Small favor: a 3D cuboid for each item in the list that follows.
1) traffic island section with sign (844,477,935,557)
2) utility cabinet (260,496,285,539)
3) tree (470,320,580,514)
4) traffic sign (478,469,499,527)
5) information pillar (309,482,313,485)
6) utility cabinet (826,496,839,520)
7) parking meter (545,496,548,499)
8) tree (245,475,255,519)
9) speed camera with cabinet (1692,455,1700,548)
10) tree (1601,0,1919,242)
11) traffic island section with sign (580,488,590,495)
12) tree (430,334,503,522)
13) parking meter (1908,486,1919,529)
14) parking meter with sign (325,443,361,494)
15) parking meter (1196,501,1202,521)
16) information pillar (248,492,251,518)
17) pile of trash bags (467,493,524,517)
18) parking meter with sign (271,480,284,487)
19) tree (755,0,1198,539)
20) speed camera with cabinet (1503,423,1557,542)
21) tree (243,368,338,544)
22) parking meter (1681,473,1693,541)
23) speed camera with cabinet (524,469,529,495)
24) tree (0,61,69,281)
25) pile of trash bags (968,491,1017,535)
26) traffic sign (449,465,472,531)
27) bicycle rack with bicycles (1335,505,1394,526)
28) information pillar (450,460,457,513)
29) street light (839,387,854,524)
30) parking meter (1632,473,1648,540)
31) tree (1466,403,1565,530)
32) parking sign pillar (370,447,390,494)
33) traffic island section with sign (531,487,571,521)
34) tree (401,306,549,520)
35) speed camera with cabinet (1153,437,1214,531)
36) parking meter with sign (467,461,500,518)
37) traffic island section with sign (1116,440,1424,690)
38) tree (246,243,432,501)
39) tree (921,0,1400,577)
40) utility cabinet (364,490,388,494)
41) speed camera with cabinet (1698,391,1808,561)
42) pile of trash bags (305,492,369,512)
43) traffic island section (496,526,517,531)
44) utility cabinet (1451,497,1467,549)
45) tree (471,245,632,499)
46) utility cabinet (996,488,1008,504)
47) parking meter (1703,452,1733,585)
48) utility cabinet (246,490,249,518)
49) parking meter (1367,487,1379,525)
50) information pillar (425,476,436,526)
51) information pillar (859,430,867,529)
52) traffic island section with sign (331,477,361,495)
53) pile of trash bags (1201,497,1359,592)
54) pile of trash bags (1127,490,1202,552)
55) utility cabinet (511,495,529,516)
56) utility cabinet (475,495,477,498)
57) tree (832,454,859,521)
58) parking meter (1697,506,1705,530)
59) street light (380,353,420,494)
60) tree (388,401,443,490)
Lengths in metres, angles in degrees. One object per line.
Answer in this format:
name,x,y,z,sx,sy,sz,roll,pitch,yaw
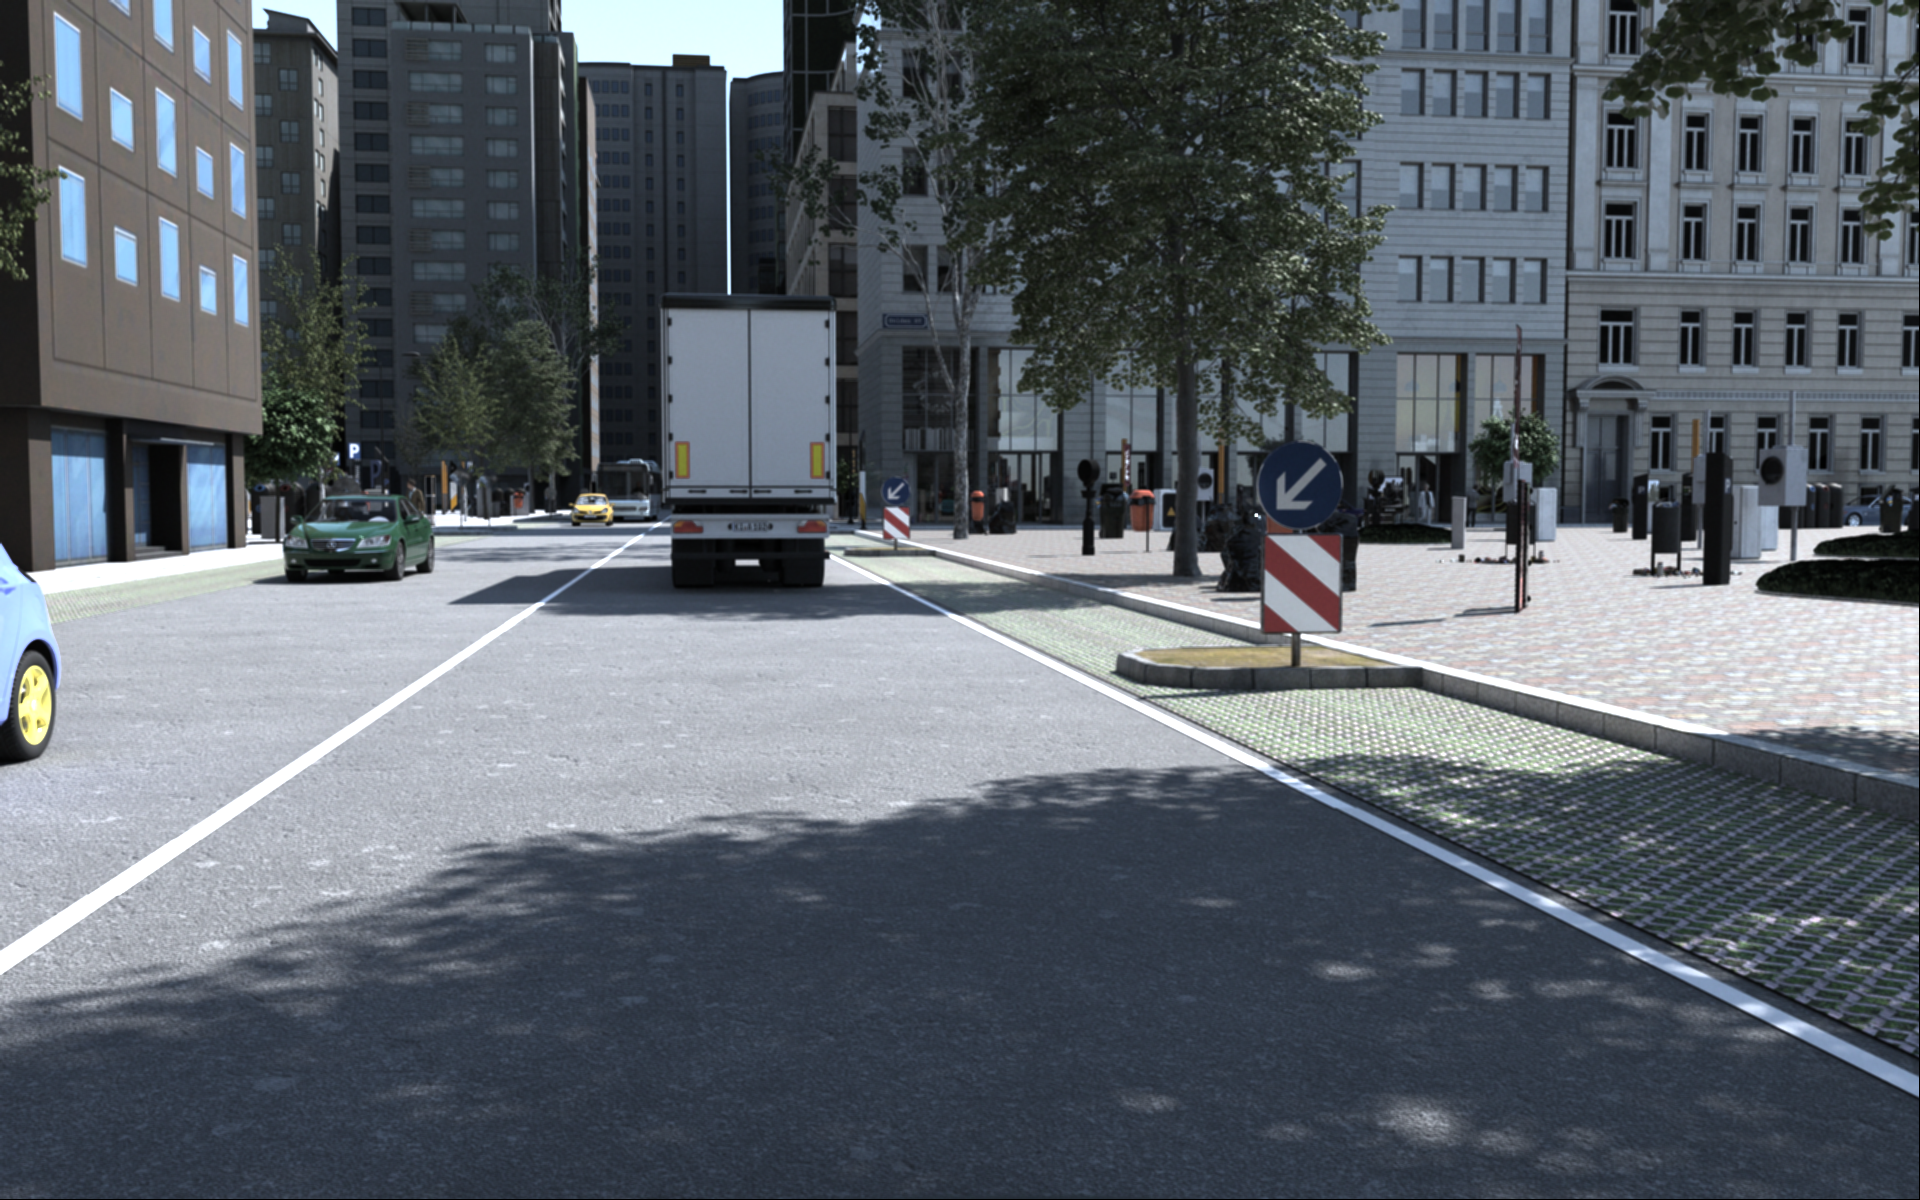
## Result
traffic island section with sign,-1.679,-1.940,40.354,1.989,1.847,2.006,-1,4,-8
utility cabinet,-19.780,-2.367,49.863,1.020,1.237,0.306,3,5,45
tree,-28.400,-11.917,112.965,7.486,12.596,7.792,0,3,0
traffic sign,-18.575,-3.955,68.314,0.795,2.450,0.064,-1,4,-8
information pillar,-38.449,-6.018,102.894,0.304,2.012,0.304,0,4,-5
utility cabinet,-6.469,-4.684,87.739,0.306,1.237,1.020,-2,4,-27
parking meter,-29.869,-7.157,125.426,0.372,1.533,0.369,0,3,0
tree,-35.926,-5.726,88.214,1.663,3.219,1.824,0,3,0
speed camera with cabinet,17.922,-2.794,40.018,0.660,3.252,2.038,-1,4,-23
tree,5.578,-5.499,8.029,7.486,12.596,7.792,0,3,0
traffic island section with sign,-25.861,-6.791,119.664,1.989,1.847,2.006,-1,4,-8
tree,-22.714,-7.863,78.923,4.737,8.622,4.395,0,3,0
parking meter,27.083,-2.487,49.069,0.372,1.533,0.369,0,3,0
parking meter with sign,-21.419,-3.870,59.542,1.738,3.016,0.543,2,4,28
parking meter,8.829,-3.562,63.951,0.255,1.863,0.399,0,4,-7
information pillar,-39.071,-6.321,94.705,0.504,3.616,0.183,-1,4,-16
pile of trash bags,-26.529,-5.489,99.489,1.912,1.369,3.447,3,4,37
parking meter with sign,-35.614,-5.757,90.393,0.543,3.016,1.738,3,5,40
tree,0.506,-11.881,50.140,12.611,20.169,13.585,0,3,0
speed camera with cabinet,15.703,-3.265,47.726,0.660,3.252,2.038,-1,4,-10
tree,-17.837,-3.754,45.086,4.285,4.588,4.351,0,3,0
parking meter,19.805,-2.538,47.202,0.255,1.863,0.399,1,4,22
speed camera with cabinet,-35.306,-8.849,139.021,2.038,3.252,0.660,0,4,-6
tree,-15.407,-4.587,25.368,4.737,8.622,4.395,0,3,0
pile of trash bags,0.804,-2.801,55.545,1.912,1.369,3.447,1,4,9
traffic sign,-17.405,-3.472,60.415,0.795,2.450,0.064,-1,4,-8
bicycle rack with bicycles,12.835,-2.666,56.978,2.852,0.926,2.925,3,5,41
information pillar,-34.627,-7.769,118.369,0.183,3.616,0.504,3,5,39
street light,-5.203,-6.187,73.694,1.470,5.913,1.316,-1,4,-8
parking meter,19.186,-2.641,48.897,0.399,1.863,0.255,1,4,10
tree,19.851,-4.784,61.931,4.285,4.588,4.351,0,3,0
parking sign pillar,-32.868,-6.710,98.185,1.447,3.967,1.447,3,5,41
traffic island section with sign,-21.883,-5.146,92.759,1.989,1.847,2.006,-1,4,-8
tree,-24.062,-9.300,86.473,7.601,10.594,8.767,0,4,-4
speed camera with cabinet,7.737,-4.014,59.966,2.038,3.252,0.660,-1,4,-16
parking meter with sign,-25.557,-5.919,93.035,0.543,3.016,1.738,3,5,39
traffic island section with sign,2.297,-0.301,13.549,1.989,1.847,2.006,-1,4,-8
tree,-18.794,-6.114,50.322,4.737,8.622,4.395,0,3,0
tree,3.144,-6.638,26.662,7.486,12.596,7.792,0,3,0
utility cabinet,-29.722,-4.859,88.129,1.173,1.500,0.318,1,4,13
speed camera with cabinet,15.515,-2.415,33.817,0.660,3.252,2.038,-1,4,-20
pile of trash bags,-27.631,-4.066,76.239,3.447,1.369,1.912,0,4,0
traffic island section,-18.597,-2.819,68.373,2.009,0.180,2.903,-1,4,-8
utility cabinet,11.742,-1.809,40.736,0.306,1.237,1.020,1,4,19
tree,-29.138,-16.745,129.672,12.611,20.169,13.585,0,3,0
utility cabinet,1.444,-3.173,60.558,0.318,1.500,1.173,0,4,7
parking meter,10.739,-1.151,24.534,0.399,1.863,0.255,-3,5,-45
utility cabinet,-38.596,-5.142,92.744,1.173,1.500,0.318,2,4,30
parking meter,14.361,-3.170,60.245,0.372,1.533,0.369,0,3,0
information pillar,-21.230,-3.972,69.434,0.304,2.012,0.304,0,4,5
information pillar,-3.541,-4.380,62.961,0.183,3.616,0.504,1,4,13
traffic island section with sign,-13.986,-1.880,39.368,1.989,1.847,2.006,-1,4,-8
pile of trash bags,4.291,-0.800,22.833,1.912,1.369,3.447,1,4,12
pile of trash bags,5.330,-1.785,38.943,3.447,1.369,1.912,-2,4,-24
utility cabinet,-25.837,-5.536,101.672,1.020,1.237,0.306,-2,4,-28
utility cabinet,-35.599,-7.208,129.019,1.020,1.237,0.306,-2,4,-33
tree,-5.546,-5.433,83.431,1.663,3.219,1.824,0,3,0
parking meter,26.501,-3.264,61.773,0.372,1.533,0.369,0,3,0
street light,-18.424,-5.160,56.912,1.470,5.913,1.316,-1,4,-8
tree,-42.251,-11.219,133.797,4.360,8.622,3.978,0,3,0
